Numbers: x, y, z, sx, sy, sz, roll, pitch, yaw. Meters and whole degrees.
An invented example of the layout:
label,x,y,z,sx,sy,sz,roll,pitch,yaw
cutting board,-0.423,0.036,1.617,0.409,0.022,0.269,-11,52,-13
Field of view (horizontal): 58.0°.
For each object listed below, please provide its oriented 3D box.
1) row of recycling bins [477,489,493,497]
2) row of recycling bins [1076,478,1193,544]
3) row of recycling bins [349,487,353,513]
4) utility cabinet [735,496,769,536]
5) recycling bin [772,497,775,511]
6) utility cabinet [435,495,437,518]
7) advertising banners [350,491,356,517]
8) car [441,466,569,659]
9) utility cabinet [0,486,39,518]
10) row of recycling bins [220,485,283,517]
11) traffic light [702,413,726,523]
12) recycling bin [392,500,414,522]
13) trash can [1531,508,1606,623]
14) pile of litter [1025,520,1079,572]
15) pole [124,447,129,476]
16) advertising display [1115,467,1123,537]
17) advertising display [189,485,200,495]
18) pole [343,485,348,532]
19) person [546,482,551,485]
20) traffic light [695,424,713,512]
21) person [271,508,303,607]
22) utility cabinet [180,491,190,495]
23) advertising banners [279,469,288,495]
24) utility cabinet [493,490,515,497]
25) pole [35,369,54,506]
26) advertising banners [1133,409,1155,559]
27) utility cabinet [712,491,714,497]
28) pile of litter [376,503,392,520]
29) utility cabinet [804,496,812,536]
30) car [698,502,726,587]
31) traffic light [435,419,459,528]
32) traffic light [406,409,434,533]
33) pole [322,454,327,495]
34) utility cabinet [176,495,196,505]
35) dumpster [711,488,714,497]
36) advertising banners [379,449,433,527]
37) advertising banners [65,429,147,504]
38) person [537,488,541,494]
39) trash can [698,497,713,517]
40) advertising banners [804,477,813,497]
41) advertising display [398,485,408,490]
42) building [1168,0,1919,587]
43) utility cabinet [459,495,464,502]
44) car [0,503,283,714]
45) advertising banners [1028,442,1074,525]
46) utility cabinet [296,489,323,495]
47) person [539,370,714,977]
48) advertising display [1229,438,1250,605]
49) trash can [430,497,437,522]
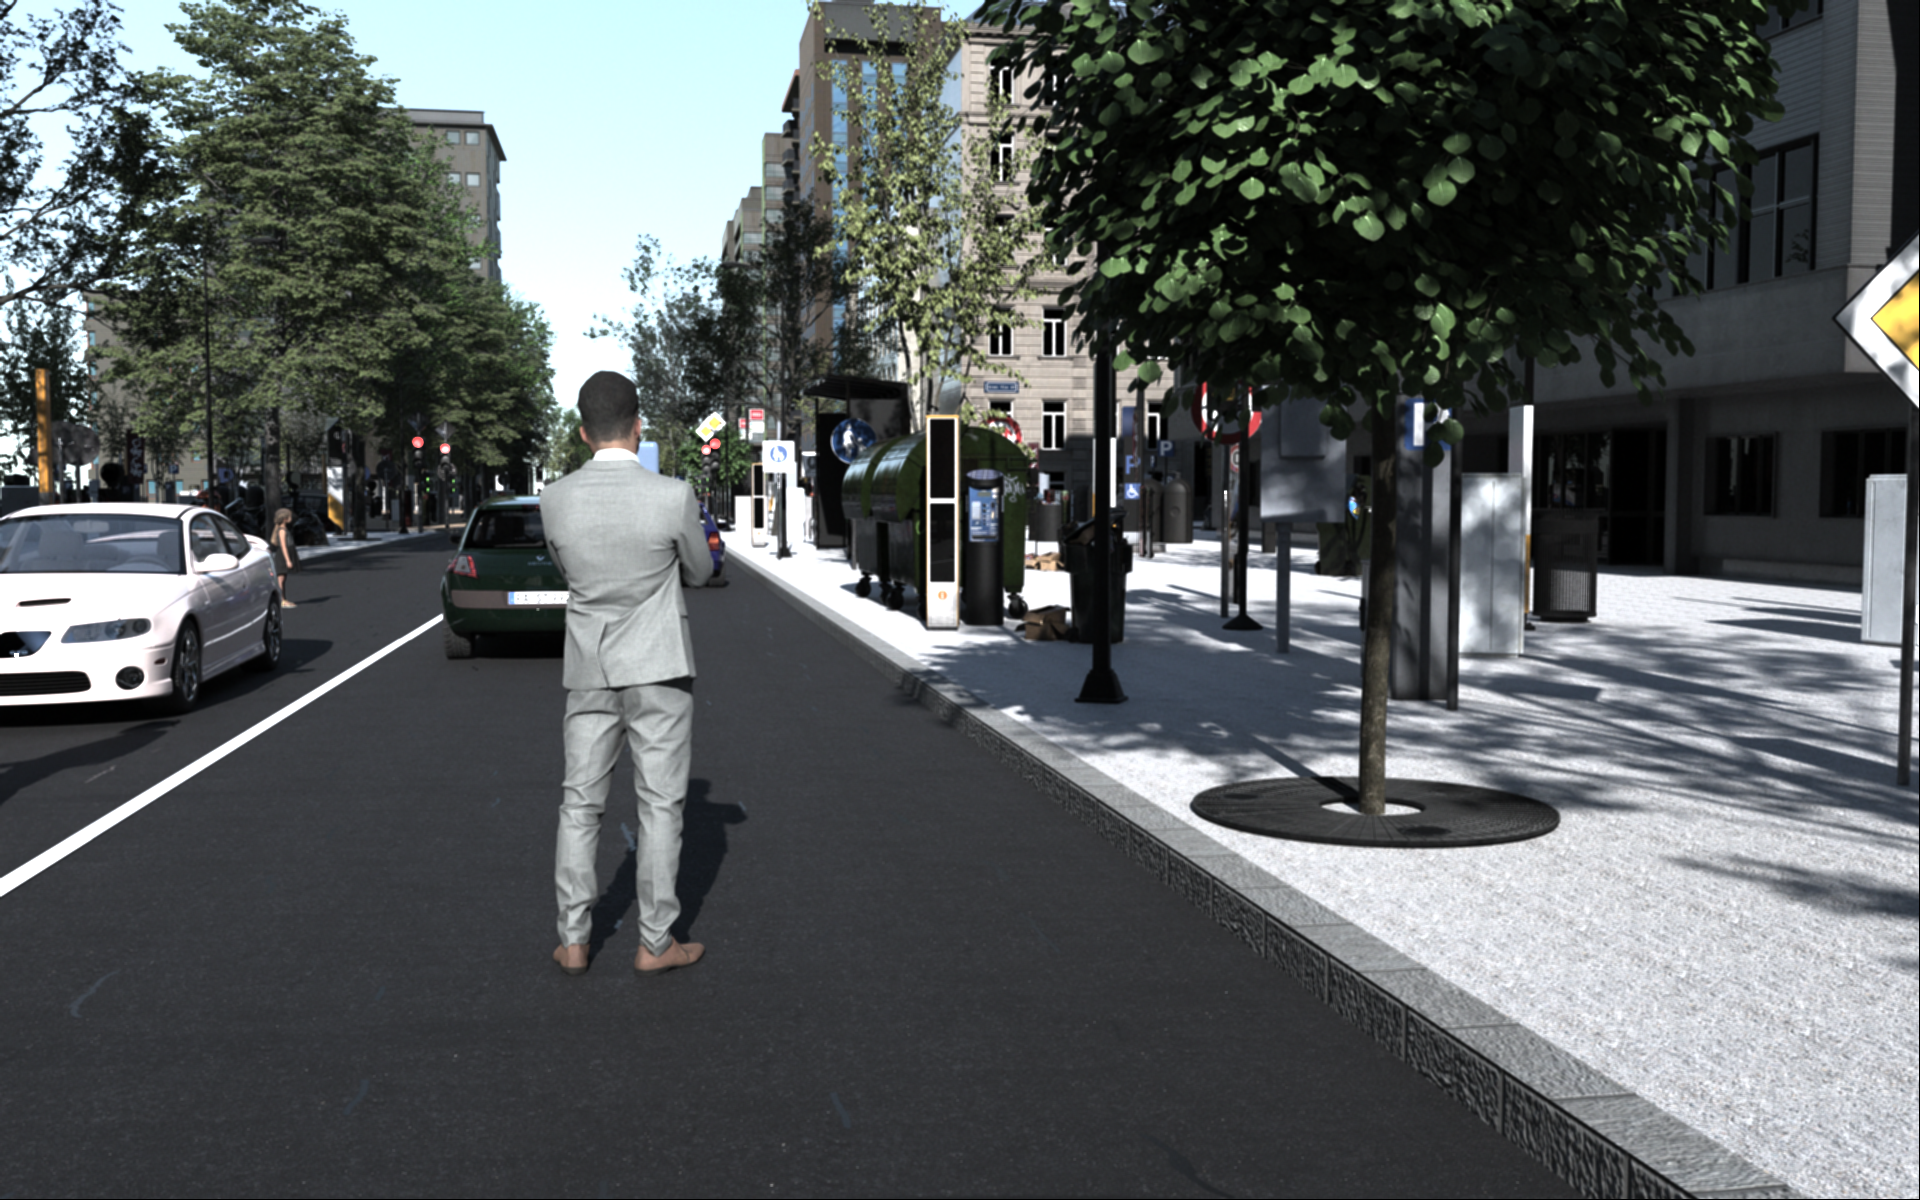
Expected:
label,x,y,z,sx,sy,sz,roll,pitch,yaw
row of recycling bins,-35.963,-7.753,133.867,3.534,1.692,1.069,-1,4,-9
row of recycling bins,4.761,-2.386,46.121,1.069,1.692,3.534,-3,5,-41
row of recycling bins,-36.606,-5.879,103.230,1.069,1.692,3.534,-1,4,-16
utility cabinet,-6.448,-2.602,53.705,1.020,1.237,0.306,0,4,0
recycling bin,-13.971,-7.093,128.519,0.722,1.027,0.722,0,4,-4
utility cabinet,-28.161,-5.044,93.628,0.306,1.237,1.020,-1,4,-20
advertising banners,-34.805,-6.285,98.953,0.090,3.025,2.074,-2,4,-31
car,-3.894,-0.413,16.532,2.009,1.686,4.222,-1,4,-10
utility cabinet,-25.107,-2.317,46.569,1.173,1.500,0.318,0,4,-4
row of recycling bins,-33.902,-4.610,82.487,3.534,1.692,1.069,1,4,11
traffic light,-8.339,-4.275,58.825,0.839,4.253,0.868,-1,4,-10
recycling bin,-25.510,-4.082,79.291,0.722,1.027,0.722,2,4,32
trash can,6.079,-0.351,17.395,0.748,1.137,0.748,0,3,0
pile of litter,1.616,-0.945,29.417,1.176,0.858,1.719,1,4,16
pole,-36.334,-4.999,75.582,0.158,3.312,0.155,0,3,0
advertising display,3.935,-2.214,41.410,0.974,1.923,0.123,-2,4,-35
advertising display,-53.778,-7.126,121.722,0.974,1.923,0.123,2,4,29
pole,-20.410,-3.890,57.451,0.158,3.312,0.155,0,3,0
person,-13.119,-2.846,55.215,0.466,1.800,0.511,-1,4,-14
traffic light,-9.785,-4.756,66.678,0.839,4.253,0.868,-1,4,-10
person,-8.563,-0.542,22.024,0.373,1.253,0.362,-1,4,-12
utility cabinet,-57.774,-7.402,129.701,1.173,1.500,0.318,1,4,10
advertising banners,-47.024,-7.597,120.397,0.090,3.025,2.074,0,4,-7
utility cabinet,-25.711,-5.442,97.662,1.173,1.500,0.318,0,4,-1
pole,-14.949,-2.108,28.316,0.158,3.312,0.155,0,3,0
advertising banners,3.714,-2.385,35.178,0.090,3.025,2.074,0,4,-5
utility cabinet,-17.460,-7.186,126.176,1.173,1.500,0.318,0,4,7
pile of litter,-28.252,-4.415,86.150,1.719,0.858,1.176,0,4,-4
utility cabinet,-4.948,-2.575,53.266,0.306,1.237,1.020,-3,5,-41
car,-4.701,-0.929,27.768,1.945,1.354,3.894,-1,4,-11
traffic light,-19.235,-4.649,64.928,0.839,4.253,0.868,-1,4,-10
traffic light,-17.789,-4.168,57.075,0.839,4.253,0.868,-1,4,-10
pole,-32.635,-5.816,88.935,0.158,3.312,0.155,0,3,0
utility cabinet,-36.344,-4.304,81.539,0.306,1.237,1.020,2,4,34
dumpster,-20.027,-8.322,138.557,1.502,2.255,1.985,-1,4,-10
advertising banners,-21.629,-4.368,67.608,2.074,3.025,0.090,-3,5,-40
advertising banners,-22.812,-3.065,46.300,2.074,3.025,0.090,-2,4,-28
person,-23.384,-5.343,96.405,0.362,1.759,0.519,-1,4,-19
trash can,-12.333,-4.424,83.979,0.748,1.137,0.748,0,3,0
advertising banners,-8.635,-6.238,98.173,0.090,3.025,2.074,1,4,17
advertising display,-40.759,-7.436,126.789,0.974,1.923,0.123,2,4,31
building,15.405,-13.274,36.098,14.314,24.678,30.058,-1,4,-10
utility cabinet,-38.545,-7.519,134.091,0.306,1.237,1.020,-1,4,-21
car,-6.231,-0.016,12.619,2.083,1.381,4.827,-1,4,-11
advertising banners,3.020,-3.790,58.152,0.090,3.025,2.074,-3,5,-44
utility cabinet,-28.842,-4.160,76.700,1.173,1.500,0.318,-2,4,-33
person,-1.009,0.207,5.296,0.511,1.800,0.466,0,4,-5
advertising display,3.245,-0.927,20.374,0.123,1.923,0.974,0,4,-2
trash can,-23.953,-4.142,79.378,0.748,1.137,0.748,0,3,0
